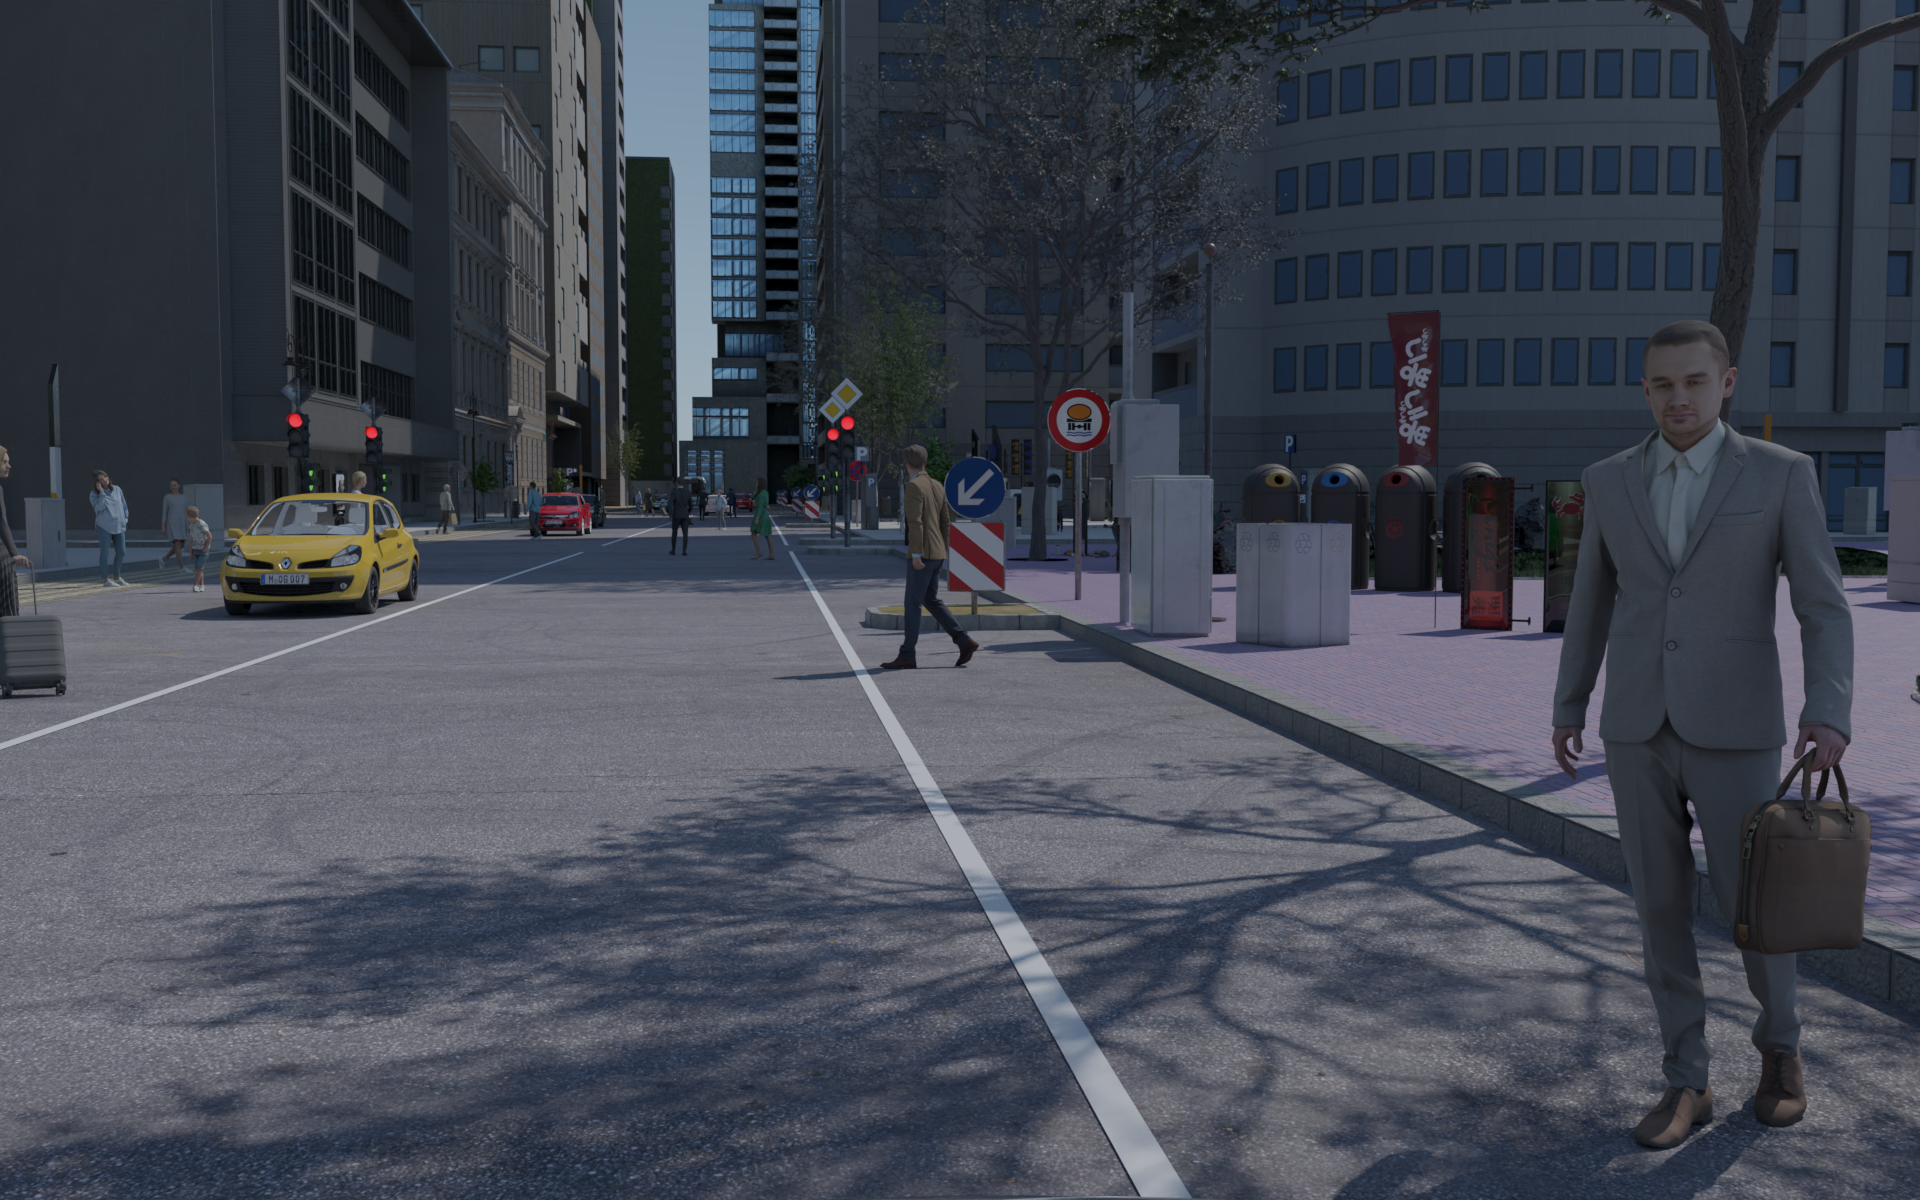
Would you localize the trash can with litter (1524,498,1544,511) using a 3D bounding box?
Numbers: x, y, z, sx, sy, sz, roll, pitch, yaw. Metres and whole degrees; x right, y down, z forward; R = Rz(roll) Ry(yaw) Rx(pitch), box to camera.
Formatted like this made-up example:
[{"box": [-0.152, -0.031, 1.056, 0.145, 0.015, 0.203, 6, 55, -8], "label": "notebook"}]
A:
[{"box": [16.964, -2.490, 52.096, 1.055, 1.170, 0.624, 0, 4, -7], "label": "trash can with litter"}]

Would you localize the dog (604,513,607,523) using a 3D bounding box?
[{"box": [-17.492, -4.010, 84.856, 0.540, 0.507, 0.406, 0, 4, 4], "label": "dog"}]

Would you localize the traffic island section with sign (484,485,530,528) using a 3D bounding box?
[{"box": [-18.874, -3.930, 72.884, 1.989, 1.847, 2.006, 0, 4, -7], "label": "traffic island section with sign"}]

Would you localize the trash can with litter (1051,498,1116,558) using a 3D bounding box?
[{"box": [2.566, -1.500, 35.588, 1.678, 1.210, 2.233, -2, 4, -25], "label": "trash can with litter"}]

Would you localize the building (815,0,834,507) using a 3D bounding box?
[{"box": [-2.688, -33.144, 165.598, 21.300, 48.544, 21.600, 0, 4, -7], "label": "building"}]

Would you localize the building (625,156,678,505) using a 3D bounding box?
[{"box": [-41.975, -32.325, 212.106, 14.086, 41.232, 14.154, 0, 4, -7], "label": "building"}]

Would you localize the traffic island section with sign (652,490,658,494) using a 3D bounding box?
[{"box": [-31.006, -10.255, 176.289, 1.989, 1.847, 2.006, 0, 4, -7], "label": "traffic island section with sign"}]

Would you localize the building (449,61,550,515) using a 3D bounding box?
[{"box": [-33.513, -19.732, 108.530, 13.634, 28.700, 20.117, 0, 4, -7], "label": "building"}]

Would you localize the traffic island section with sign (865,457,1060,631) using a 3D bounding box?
[{"box": [-0.031, -0.641, 19.105, 1.989, 1.847, 2.006, 0, 4, -7], "label": "traffic island section with sign"}]

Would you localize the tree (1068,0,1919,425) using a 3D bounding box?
[{"box": [3.876, -4.511, 8.168, 7.601, 10.594, 8.767, 3, 5, 43], "label": "tree"}]

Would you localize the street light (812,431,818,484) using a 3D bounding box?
[{"box": [-10.322, -9.222, 123.559, 0.468, 5.910, 1.993, 0, 4, -7], "label": "street light"}]

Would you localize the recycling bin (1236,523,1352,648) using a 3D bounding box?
[{"box": [2.855, -0.140, 14.850, 0.722, 1.027, 0.722, -2, 4, -28], "label": "recycling bin"}]

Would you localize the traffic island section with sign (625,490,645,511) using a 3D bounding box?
[{"box": [-27.871, -8.617, 149.516, 1.989, 1.847, 2.006, 0, 4, -7], "label": "traffic island section with sign"}]

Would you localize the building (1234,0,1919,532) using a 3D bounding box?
[{"box": [21.779, -31.929, 64.036, 28.212, 58.520, 21.231, 0, 4, -7], "label": "building"}]

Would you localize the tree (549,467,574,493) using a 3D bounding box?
[{"box": [-28.204, -7.790, 121.965, 1.663, 3.219, 1.824, 0, 3, 0], "label": "tree"}]

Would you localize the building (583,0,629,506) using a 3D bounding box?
[{"box": [-50.076, -39.268, 184.031, 28.212, 58.520, 21.231, 0, 4, -7], "label": "building"}]

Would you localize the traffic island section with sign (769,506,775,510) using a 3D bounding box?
[{"box": [-15.509, -8.721, 151.208, 1.989, 1.847, 2.006, 0, 4, -7], "label": "traffic island section with sign"}]

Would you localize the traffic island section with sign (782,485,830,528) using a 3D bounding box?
[{"box": [-6.491, -4.018, 74.321, 1.989, 1.847, 2.006, 0, 4, -7], "label": "traffic island section with sign"}]

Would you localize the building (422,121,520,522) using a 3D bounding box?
[{"box": [-29.703, -15.429, 88.426, 11.583, 22.565, 21.152, 0, 4, -7], "label": "building"}]

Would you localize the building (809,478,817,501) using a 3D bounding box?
[{"box": [-0.188, -30.408, 189.053, 32.217, 40.220, 23.993, 0, 4, -7], "label": "building"}]

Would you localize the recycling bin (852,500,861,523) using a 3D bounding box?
[{"box": [-4.308, -3.874, 75.902, 0.722, 1.027, 0.722, -1, 4, -20], "label": "recycling bin"}]

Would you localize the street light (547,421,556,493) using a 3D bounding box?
[{"box": [-25.180, -8.211, 107.033, 0.468, 5.910, 1.993, 0, 4, -7], "label": "street light"}]

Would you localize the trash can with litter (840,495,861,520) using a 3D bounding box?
[{"box": [-5.374, -4.696, 87.837, 2.233, 1.210, 1.678, -3, 5, -44], "label": "trash can with litter"}]

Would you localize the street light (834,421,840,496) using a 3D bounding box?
[{"box": [-6.769, -7.416, 94.046, 0.468, 5.910, 1.993, 0, 4, -7], "label": "street light"}]

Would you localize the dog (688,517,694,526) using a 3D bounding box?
[{"box": [-12.341, -3.581, 78.742, 0.550, 0.427, 0.748, 1, 4, 20], "label": "dog"}]

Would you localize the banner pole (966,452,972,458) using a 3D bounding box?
[{"box": [0.556, -6.124, 90.148, 0.401, 3.779, 0.863, 3, 5, 39], "label": "banner pole"}]

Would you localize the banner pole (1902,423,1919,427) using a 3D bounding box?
[{"box": [29.406, -3.874, 53.359, 0.863, 3.779, 0.401, 3, 5, 41], "label": "banner pole"}]

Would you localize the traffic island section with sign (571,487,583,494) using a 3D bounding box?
[{"box": [-22.046, -5.580, 99.860, 1.989, 1.847, 2.006, 0, 4, -7], "label": "traffic island section with sign"}]

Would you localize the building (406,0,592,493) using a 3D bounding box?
[{"box": [-43.612, -33.306, 133.799, 28.713, 52.752, 27.495, 0, 4, -7], "label": "building"}]

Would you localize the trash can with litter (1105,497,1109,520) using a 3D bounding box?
[{"box": [7.455, -4.569, 86.097, 1.055, 1.170, 0.624, 3, 4, 36], "label": "trash can with litter"}]

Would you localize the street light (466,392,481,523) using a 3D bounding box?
[{"box": [-21.732, -6.402, 77.462, 0.468, 5.910, 1.993, 0, 4, -7], "label": "street light"}]

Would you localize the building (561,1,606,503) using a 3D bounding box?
[{"box": [-39.647, -30.907, 155.439, 14.600, 45.320, 14.200, 0, 4, -7], "label": "building"}]

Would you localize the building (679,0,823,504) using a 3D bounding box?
[{"box": [-19.575, -55.375, 218.053, 31.000, 86.520, 22.319, 0, 4, -7], "label": "building"}]

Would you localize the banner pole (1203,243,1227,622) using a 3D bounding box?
[{"box": [2.513, -1.689, 17.628, 0.401, 3.779, 0.863, 0, 4, 4], "label": "banner pole"}]

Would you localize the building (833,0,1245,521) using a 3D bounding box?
[{"box": [2.832, -34.412, 104.632, 21.231, 58.520, 28.212, 0, 4, -7], "label": "building"}]

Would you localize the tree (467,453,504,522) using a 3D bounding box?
[{"box": [-21.984, -5.244, 80.346, 1.663, 3.219, 1.824, 0, 3, 0], "label": "tree"}]

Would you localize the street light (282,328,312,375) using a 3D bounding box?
[{"box": [-18.429, -4.617, 48.276, 0.468, 5.910, 1.993, 0, 4, -7], "label": "street light"}]

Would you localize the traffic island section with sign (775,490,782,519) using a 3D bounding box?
[{"box": [-9.642, -5.655, 101.092, 1.989, 1.847, 2.006, 0, 4, -7], "label": "traffic island section with sign"}]

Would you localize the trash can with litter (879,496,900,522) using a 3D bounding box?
[{"box": [-3.008, -4.176, 79.339, 2.233, 1.210, 1.678, -1, 4, -12], "label": "trash can with litter"}]

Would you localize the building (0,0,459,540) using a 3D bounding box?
[{"box": [-27.858, -14.865, 62.111, 14.314, 24.678, 30.058, 0, 4, -7], "label": "building"}]

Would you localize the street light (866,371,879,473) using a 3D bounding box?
[{"box": [-3.285, -5.633, 64.887, 0.468, 5.910, 1.993, 0, 4, -7], "label": "street light"}]

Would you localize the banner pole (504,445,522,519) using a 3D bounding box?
[{"box": [-22.880, -6.032, 88.633, 0.863, 3.779, 0.401, -1, 4, -21], "label": "banner pole"}]
